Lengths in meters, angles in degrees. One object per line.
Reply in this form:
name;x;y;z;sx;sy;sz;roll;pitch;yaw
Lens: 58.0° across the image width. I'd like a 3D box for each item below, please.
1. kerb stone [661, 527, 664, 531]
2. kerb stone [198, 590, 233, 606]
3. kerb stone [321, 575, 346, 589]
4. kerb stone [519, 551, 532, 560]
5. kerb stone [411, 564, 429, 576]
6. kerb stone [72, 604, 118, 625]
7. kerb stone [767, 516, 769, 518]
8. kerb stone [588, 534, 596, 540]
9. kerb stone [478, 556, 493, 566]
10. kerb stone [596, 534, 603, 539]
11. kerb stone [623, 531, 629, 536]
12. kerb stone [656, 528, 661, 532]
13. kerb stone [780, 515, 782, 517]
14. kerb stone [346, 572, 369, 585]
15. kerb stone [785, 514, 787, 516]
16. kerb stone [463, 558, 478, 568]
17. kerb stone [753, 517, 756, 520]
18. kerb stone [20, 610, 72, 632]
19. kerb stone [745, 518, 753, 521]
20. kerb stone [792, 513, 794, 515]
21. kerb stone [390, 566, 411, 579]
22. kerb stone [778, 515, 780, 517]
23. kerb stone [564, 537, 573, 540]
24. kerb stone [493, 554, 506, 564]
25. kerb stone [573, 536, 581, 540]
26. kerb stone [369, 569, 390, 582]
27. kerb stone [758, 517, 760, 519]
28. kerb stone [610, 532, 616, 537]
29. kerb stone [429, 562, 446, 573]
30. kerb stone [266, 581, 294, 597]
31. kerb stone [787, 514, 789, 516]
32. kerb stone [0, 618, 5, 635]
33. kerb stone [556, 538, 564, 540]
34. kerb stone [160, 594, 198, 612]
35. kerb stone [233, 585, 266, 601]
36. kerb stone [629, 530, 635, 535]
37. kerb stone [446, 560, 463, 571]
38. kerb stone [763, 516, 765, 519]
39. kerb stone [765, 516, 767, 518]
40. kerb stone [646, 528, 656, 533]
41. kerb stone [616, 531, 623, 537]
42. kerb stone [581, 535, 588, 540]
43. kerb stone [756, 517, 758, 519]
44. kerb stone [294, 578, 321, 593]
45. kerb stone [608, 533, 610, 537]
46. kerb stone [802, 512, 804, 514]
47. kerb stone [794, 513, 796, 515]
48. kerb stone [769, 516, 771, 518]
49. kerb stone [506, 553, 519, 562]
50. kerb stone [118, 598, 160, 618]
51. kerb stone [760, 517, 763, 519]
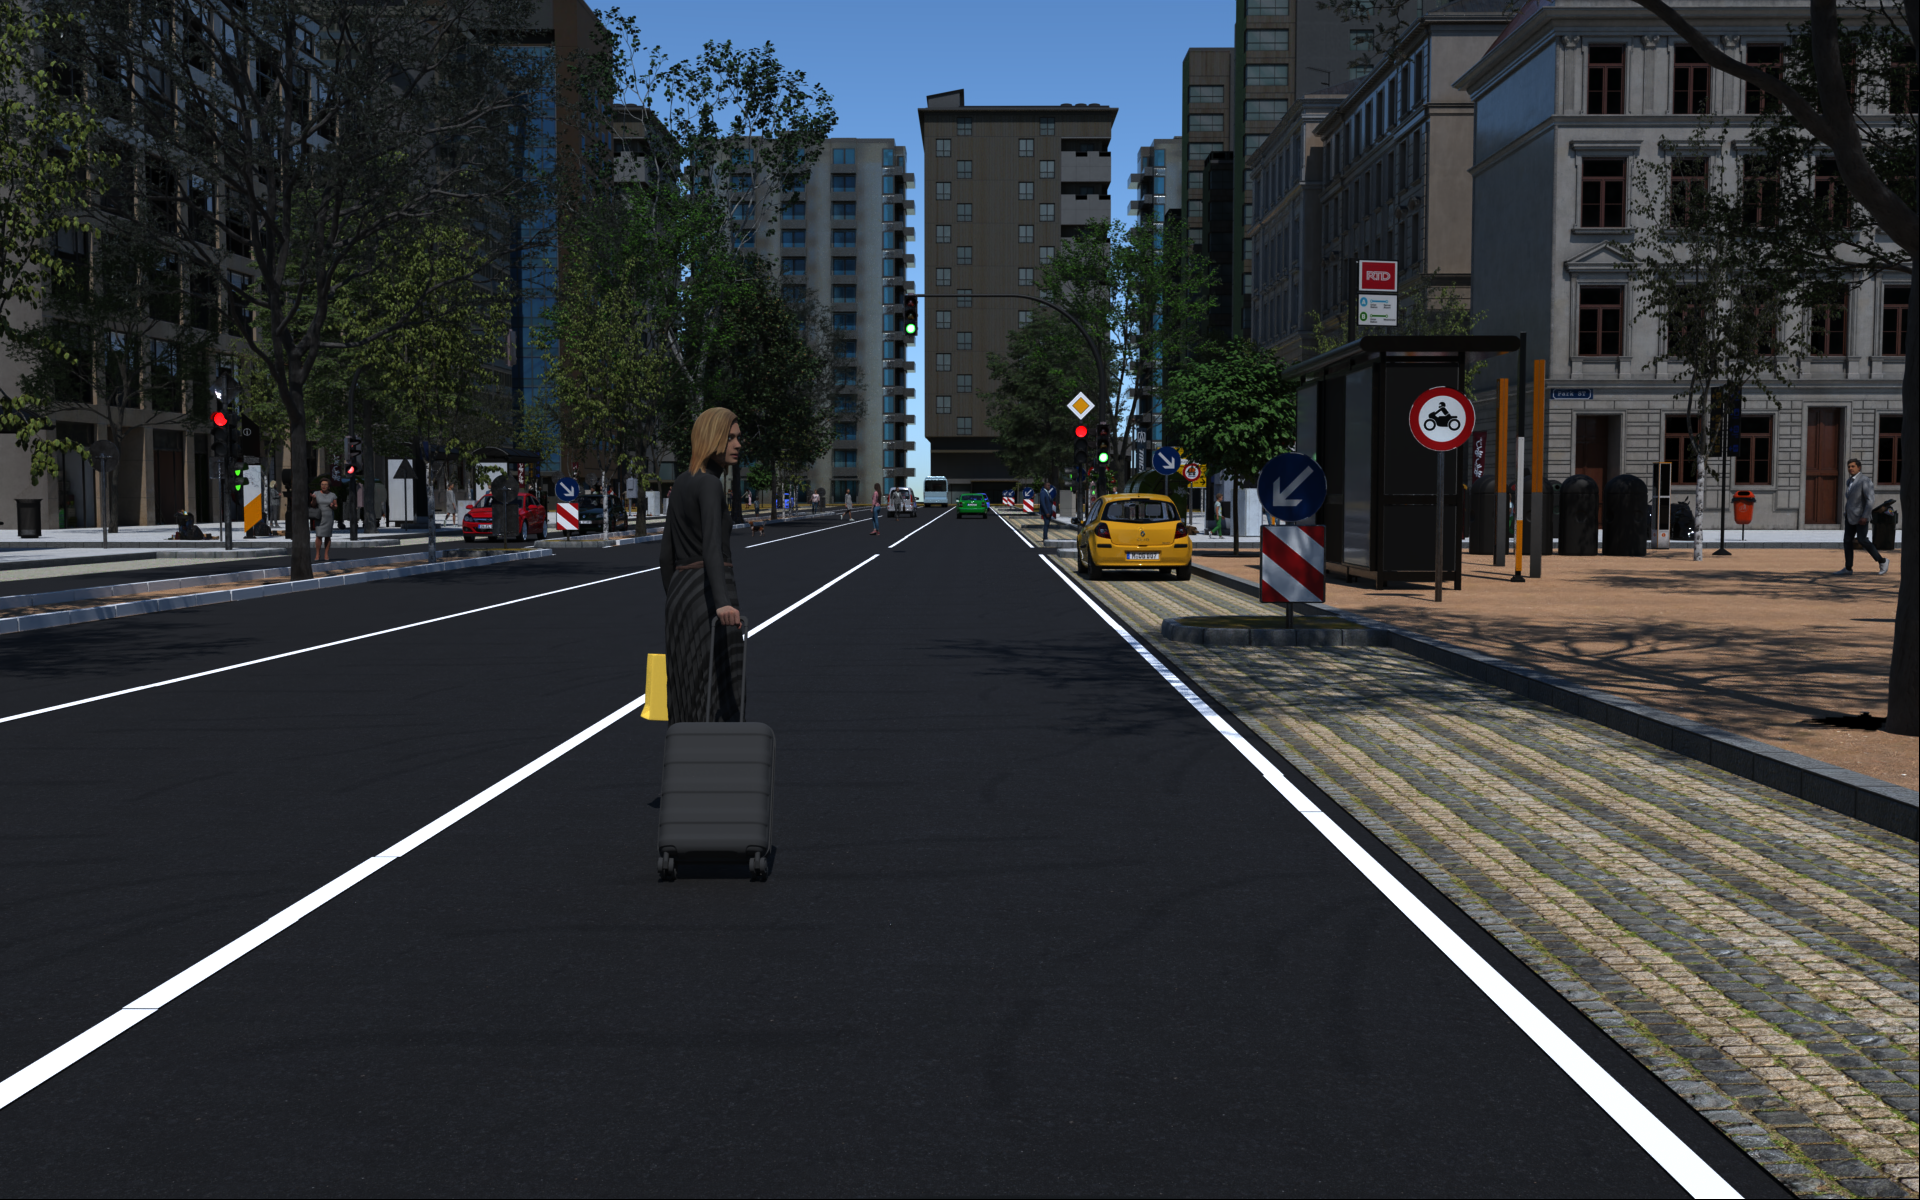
kerb stone;-11.467;-2.682;66.170;0.120;0.150;1.000;0;4;1
kerb stone;-9.768;-0.021;22.534;0.120;0.150;1.000;0;4;1
kerb stone;-9.727;-0.272;26.646;0.120;0.150;1.000;0;4;1
kerb stone;-9.629;-0.960;37.932;0.120;0.150;1.000;0;4;1
kerb stone;-9.693;-0.522;30.756;0.120;0.150;1.000;0;4;1
kerb stone;-9.799;0.172;19.462;0.120;0.150;1.000;0;4;1
kerb stone;-11.159;-4.697;98.989;0.120;0.150;1.000;0;4;1
kerb stone;-11.571;-1.936;53.851;0.120;0.150;1.000;0;4;1
kerb stone;-9.647;-0.774;34.850;0.120;0.150;1.000;0;4;1
kerb stone;-11.571;-1.999;54.874;0.120;0.150;1.000;0;4;1
kerb stone;-11.527;-2.250;58.989;0.120;0.150;1.000;0;4;1
kerb stone;-11.475;-2.626;65.147;0.120;0.150;1.000;0;4;1
kerb stone;-11.082;-5.199;107.196;0.120;0.150;1.000;0;4;1
kerb stone;-9.713;-0.335;27.671;0.120;0.150;1.000;0;4;1
kerb stone;-11.073;-5.256;108.221;0.120;0.150;1.000;0;4;1
kerb stone;-9.664;-0.710;33.828;0.120;0.150;1.000;0;4;1
kerb stone;-11.218;-4.320;92.832;0.120;0.150;1.000;0;4;1
kerb stone;-9.801;0.230;18.440;0.120;0.150;1.000;0;4;1
kerb stone;-11.230;-4.254;91.804;0.120;0.150;1.000;0;4;1
kerb stone;-11.032;-5.513;112.326;0.120;0.150;1.000;0;4;1
kerb stone;-9.696;-0.457;29.729;0.120;0.150;1.000;0;4;1
kerb stone;-11.117;-5.006;104.111;0.120;0.150;1.000;0;4;1
kerb stone;-11.605;-1.748;50.769;0.120;0.150;1.000;0;4;1
kerb stone;-9.644;-0.836;35.872;0.120;0.150;1.000;0;4;1
kerb stone;-11.597;-1.810;51.794;0.120;0.150;1.000;0;4;1
kerb stone;-9.715;-0.398;28.702;0.120;0.150;1.000;0;4;1
kerb stone;-11.191;-4.446;94.881;0.120;0.150;1.000;0;4;1
kerb stone;-11.551;-2.124;56.924;0.120;0.150;1.000;0;4;1
kerb stone;-9.682;-0.586;31.778;0.120;0.150;1.000;0;4;1
kerb stone;-9.749;-0.145;24.592;0.120;0.150;1.000;0;4;1
kerb stone;-11.074;-5.324;109.246;0.120;0.150;1.000;0;4;1
kerb stone;-9.814;0.292;17.418;0.120;0.150;1.000;0;4;1
kerb stone;-11.613;-1.684;49.744;0.120;0.150;1.000;0;4;1
kerb stone;-9.776;0.042;21.510;0.120;0.150;1.000;0;4;1
kerb stone;-9.751;-0.079;23.566;0.120;0.150;1.000;0;4;1
kerb stone;-11.518;-2.312;60.011;0.120;0.150;1.000;0;4;1
kerb stone;-9.667;-0.649;32.806;0.120;0.150;1.000;0;4;1
kerb stone;-11.175;-4.568;96.929;0.120;0.150;1.000;0;4;1
kerb stone;-11.170;-4.628;97.965;0.120;0.150;1.000;0;4;1
kerb stone;-11.484;-2.564;64.121;0.120;0.150;1.000;0;4;1
kerb stone;-11.539;-2.186;57.963;0.120;0.150;1.000;0;4;1
kerb stone;-11.584;-1.870;52.823;0.120;0.150;1.000;0;4;1
kerb stone;-11.206;-4.383;93.854;0.120;0.150;1.000;0;4;1
kerb stone;-9.741;-0.208;25.625;0.120;0.150;1.000;0;4;1
kerb stone;-11.551;-2.061;55.896;0.120;0.150;1.000;0;4;1
kerb stone;-10.980;-5.885;118.476;0.120;0.150;1.000;0;4;1
kerb stone;-11.024;-5.569;113.355;0.120;0.150;1.000;0;4;1
kerb stone;-11.155;-4.759;100.011;0.120;0.150;1.000;0;4;1
kerb stone;-9.641;-0.899;36.900;0.120;0.150;1.000;0;4;1
kerb stone;-9.790;0.104;20.488;0.120;0.150;1.000;0;4;1
kerb stone;-11.189;-4.508;95.904;0.120;0.150;1.000;0;4;1
